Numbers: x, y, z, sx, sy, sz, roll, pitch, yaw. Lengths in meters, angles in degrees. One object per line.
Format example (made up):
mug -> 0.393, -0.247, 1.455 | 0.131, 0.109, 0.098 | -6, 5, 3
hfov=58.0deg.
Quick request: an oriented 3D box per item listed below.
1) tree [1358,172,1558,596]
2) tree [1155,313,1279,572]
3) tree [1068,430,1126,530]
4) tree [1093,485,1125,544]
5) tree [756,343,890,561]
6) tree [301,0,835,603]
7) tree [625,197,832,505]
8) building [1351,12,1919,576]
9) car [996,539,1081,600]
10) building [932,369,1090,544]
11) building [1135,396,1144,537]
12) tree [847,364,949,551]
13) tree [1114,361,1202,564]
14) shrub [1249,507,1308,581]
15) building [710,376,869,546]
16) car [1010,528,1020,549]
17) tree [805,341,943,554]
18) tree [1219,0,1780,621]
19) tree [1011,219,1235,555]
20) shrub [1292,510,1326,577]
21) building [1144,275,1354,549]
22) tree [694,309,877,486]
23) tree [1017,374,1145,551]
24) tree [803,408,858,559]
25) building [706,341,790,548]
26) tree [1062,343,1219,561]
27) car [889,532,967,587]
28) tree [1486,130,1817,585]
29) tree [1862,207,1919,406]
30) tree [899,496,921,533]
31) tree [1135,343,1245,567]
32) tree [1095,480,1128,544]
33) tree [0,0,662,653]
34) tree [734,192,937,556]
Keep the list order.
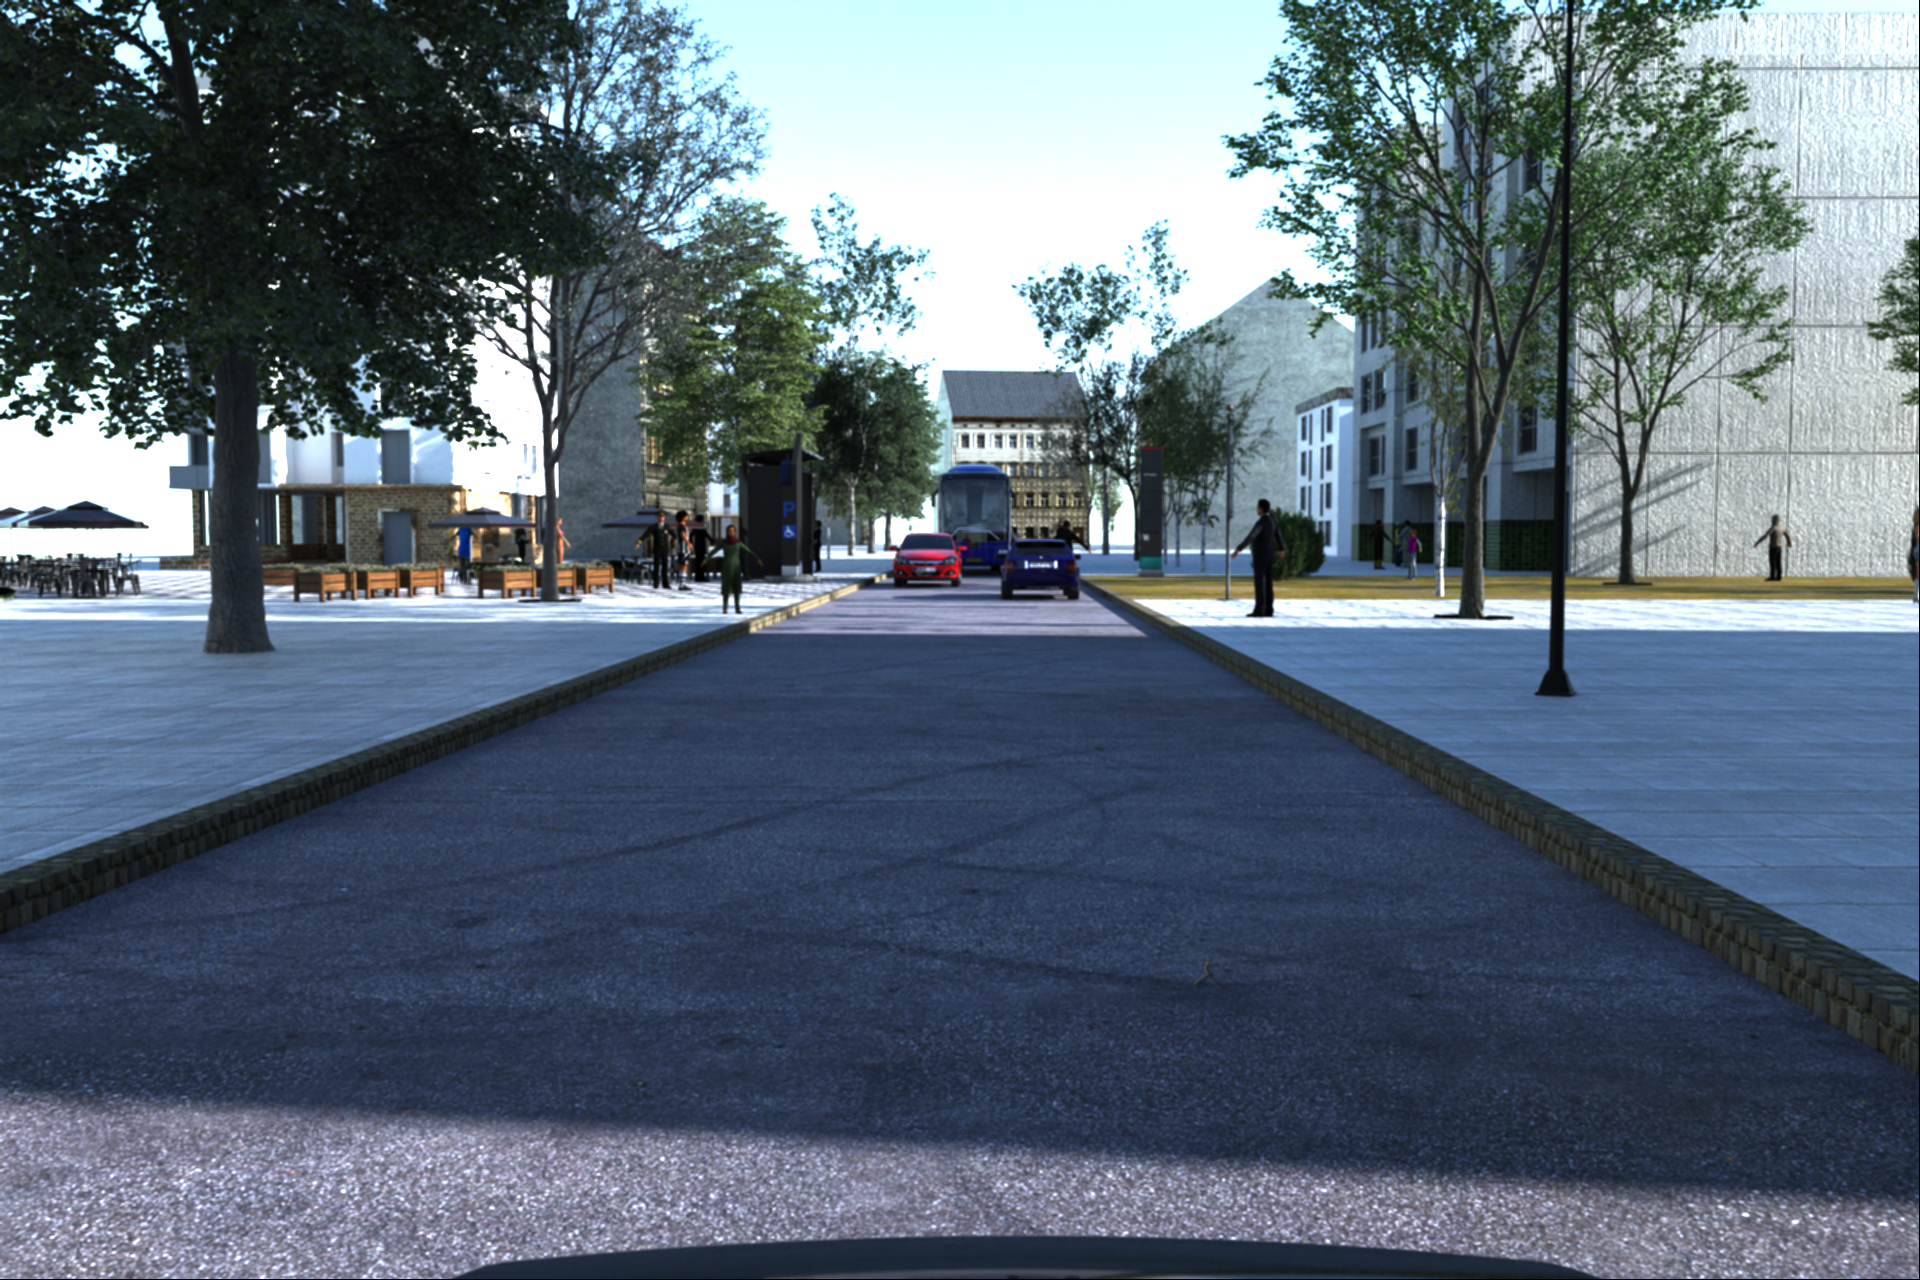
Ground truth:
tree -> 9.680, -5.212, 35.582 | 4.360, 8.622, 3.978 | 0, 3, 0
tree -> 8.038, -6.622, 58.625 | 4.360, 8.622, 3.978 | 0, 3, 0
tree -> 9.968, -10.204, 117.193 | 4.360, 8.622, 3.978 | 0, 3, 0
tree -> 19.934, -16.783, 224.771 | 4.360, 8.622, 3.978 | 0, 3, 0
tree -> -7.114, -9.011, 81.740 | 8.767, 10.594, 7.601 | 2, 4, 24
tree -> -7.618, -7.456, 32.276 | 12.009, 13.543, 11.850 | 0, 3, 0
tree -> -7.684, -8.612, 58.928 | 7.486, 12.596, 7.792 | 0, 3, 0
building -> 27.109, -12.298, 67.529 | 16.747, 18.905, 31.486 | 0, 4, 1
car -> 1.786, -1.630, 39.226 | 1.945, 1.354, 3.894 | 0, 4, 1
building -> 6.518, -24.324, 231.089 | 18.063, 23.208, 19.493 | -1, 4, -8
building -> 29.237, -21.926, 189.423 | 19.493, 23.208, 18.063 | 0, 4, 1
tree -> -5.401, -13.688, 130.455 | 9.857, 13.997, 8.962 | 0, 3, 0
tree -> 8.787, -7.524, 73.378 | 4.360, 8.622, 3.978 | 0, 3, 0
shrub -> 8.660, -2.641, 47.215 | 1.661, 2.075, 1.752 | 0, 3, 0
building -> -20.173, -22.693, 201.957 | 19.493, 23.208, 18.063 | 0, 4, 2
car -> 1.816, -4.682, 85.229 | 2.281, 1.827, 5.304 | 0, 4, 0
tree -> -5.865, -12.644, 113.387 | 9.857, 13.997, 8.962 | 0, 3, 0
tree -> 7.953, -6.130, 25.976 | 9.928, 11.665, 9.643 | 0, 3, 0
tree -> 9.742, -15.225, 104.824 | 12.611, 20.169, 13.585 | 0, 3, 0
shrub -> 10.234, -2.916, 52.099 | 1.690, 2.028, 1.600 | 0, 3, 0
building -> 26.817, -19.925, 156.702 | 19.493, 23.208, 18.063 | 0, 4, 1
tree -> -6.850, -8.375, 71.347 | 7.601, 10.594, 8.767 | 2, 4, 29
tree -> 9.764, -13.517, 131.372 | 12.009, 13.543, 11.850 | 0, 3, 0
tree -> -6.774, -8.523, 89.714 | 4.360, 8.622, 3.978 | 0, 3, 0
building -> -22.328, -18.785, 163.555 | 16.016, 20.090, 11.380 | 0, 4, 2
tree -> 8.740, -9.145, 83.932 | 8.767, 10.594, 7.601 | 2, 4, 26
car -> -0.879, -2.402, 48.308 | 2.155, 1.783, 4.494 | 0, 4, 1
tree -> 17.033, -7.208, 43.606 | 9.928, 11.665, 9.643 | 0, 3, 0
tree -> 28.982, -7.430, 47.229 | 9.928, 11.665, 9.643 | 0, 3, 0
tree -> -6.641, -17.033, 228.843 | 4.737, 8.622, 4.395 | 0, 3, 0
tree -> 8.542, -7.118, 66.744 | 4.737, 8.622, 4.395 | 0, 3, 0
tree -> 20.183, -17.091, 229.805 | 4.737, 8.622, 4.395 | 0, 3, 0
tree -> -7.917, -6.850, 18.652 | 9.857, 13.997, 8.962 | 0, 3, 0
tree -> -7.314, -14.872, 99.051 | 12.611, 20.169, 13.585 | 0, 3, 0
